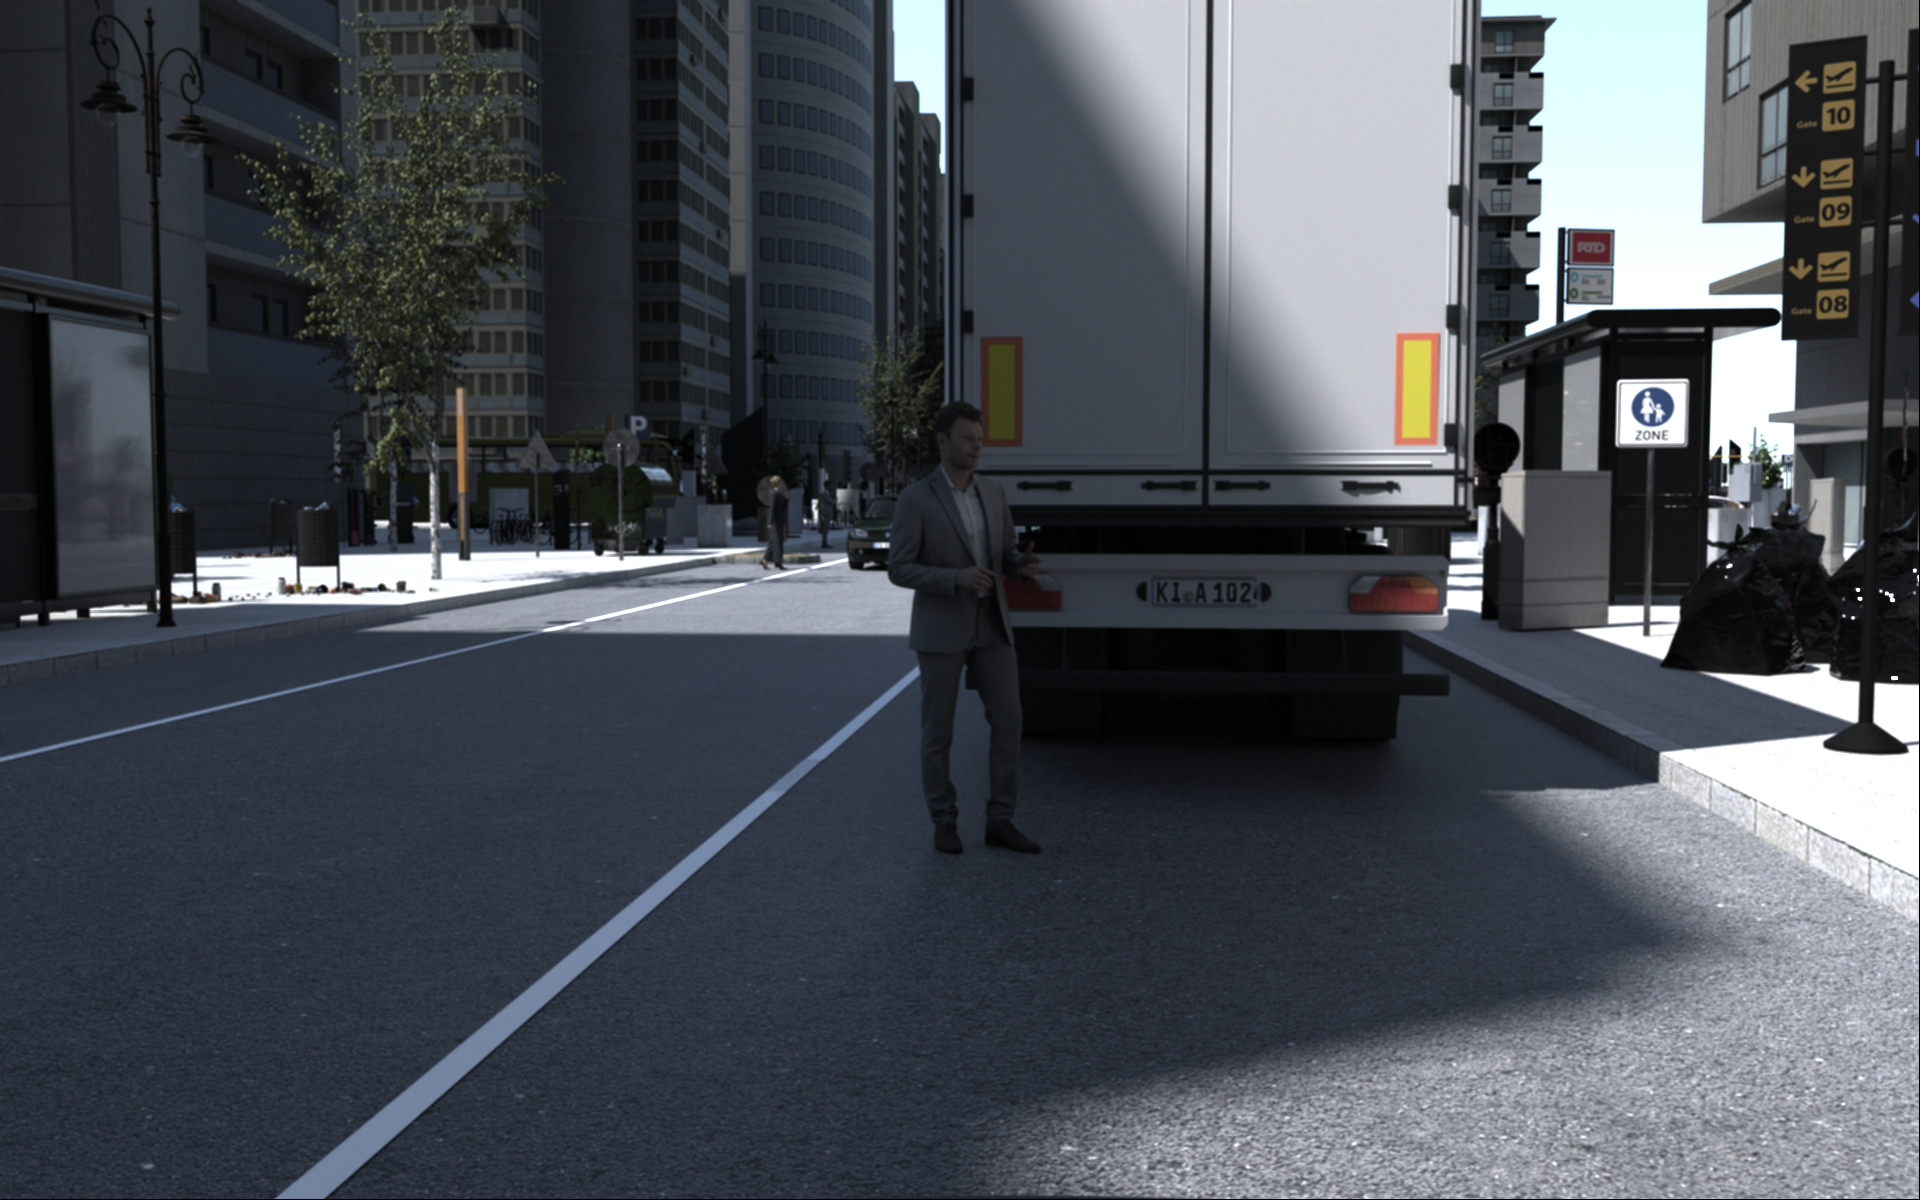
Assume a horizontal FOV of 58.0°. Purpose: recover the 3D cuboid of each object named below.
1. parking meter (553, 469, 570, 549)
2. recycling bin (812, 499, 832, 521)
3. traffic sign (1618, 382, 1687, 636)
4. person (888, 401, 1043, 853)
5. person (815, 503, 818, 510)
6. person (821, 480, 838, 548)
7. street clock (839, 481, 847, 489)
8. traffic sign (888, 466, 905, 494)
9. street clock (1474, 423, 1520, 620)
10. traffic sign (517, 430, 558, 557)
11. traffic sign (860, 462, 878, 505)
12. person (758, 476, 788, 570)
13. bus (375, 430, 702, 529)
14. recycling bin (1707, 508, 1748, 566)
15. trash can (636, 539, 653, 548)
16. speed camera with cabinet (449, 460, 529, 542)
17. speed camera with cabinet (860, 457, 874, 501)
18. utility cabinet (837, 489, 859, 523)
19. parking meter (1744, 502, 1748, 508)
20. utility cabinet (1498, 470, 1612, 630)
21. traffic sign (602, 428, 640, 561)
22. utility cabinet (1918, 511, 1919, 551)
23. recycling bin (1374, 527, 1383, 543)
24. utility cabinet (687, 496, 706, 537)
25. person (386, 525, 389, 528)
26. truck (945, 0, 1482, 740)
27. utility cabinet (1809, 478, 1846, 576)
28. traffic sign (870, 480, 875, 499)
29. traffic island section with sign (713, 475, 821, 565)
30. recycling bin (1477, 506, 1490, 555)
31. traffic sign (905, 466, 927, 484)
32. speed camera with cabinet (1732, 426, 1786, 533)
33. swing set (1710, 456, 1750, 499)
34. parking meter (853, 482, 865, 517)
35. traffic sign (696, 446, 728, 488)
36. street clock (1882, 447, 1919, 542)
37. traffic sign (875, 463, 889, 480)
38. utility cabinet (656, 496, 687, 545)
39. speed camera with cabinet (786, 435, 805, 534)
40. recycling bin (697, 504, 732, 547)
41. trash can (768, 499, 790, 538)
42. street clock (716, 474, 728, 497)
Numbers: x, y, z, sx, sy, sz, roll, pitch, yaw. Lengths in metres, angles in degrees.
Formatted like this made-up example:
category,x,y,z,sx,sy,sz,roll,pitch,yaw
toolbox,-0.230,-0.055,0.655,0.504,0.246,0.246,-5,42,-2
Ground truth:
category,x,y,z,sx,sy,sz,roll,pitch,yaw
parking meter,-9.305,-2.125,40.447,0.255,1.863,0.399,1,4,11
recycling bin,-6.617,-4.303,82.915,0.722,1.027,0.722,-2,4,-33
traffic sign,6.194,-0.821,15.560,0.606,2.300,0.079,1,4,12
person,0.052,0.110,6.901,0.606,1.804,0.583,-3,4,-37
person,-5.296,-3.564,66.681,0.656,1.842,0.836,1,4,15
person,-3.483,-2.300,46.282,0.466,1.800,0.511,-1,4,-18
street clock,-6.708,-5.795,99.310,0.471,2.002,0.358,-3,4,-38
traffic sign,-2.979,-4.904,80.178,0.884,2.594,0.081,1,4,11
street clock,5.442,-0.801,17.670,0.471,2.002,0.358,1,4,11
traffic sign,-8.572,-2.145,35.082,0.884,2.594,0.081,1,4,11
traffic sign,-3.650,-4.238,69.394,0.768,2.556,0.104,1,4,8
person,-3.510,-1.456,32.728,0.534,1.772,0.576,-1,4,-20
bus,-16.152,-4.610,66.923,12.252,3.916,2.896,0,4,4
recycling bin,13.536,-1.125,30.945,0.722,1.027,0.722,-1,4,-18
trash can,-7.682,-1.830,41.570,0.748,1.137,0.748,0,3,0
speed camera with cabinet,-12.843,-3.234,47.213,2.038,3.252,0.660,-2,4,-25
speed camera with cabinet,-5.481,-5.980,92.108,2.038,3.252,0.660,2,4,32
utility cabinet,-4.908,-4.115,75.965,0.318,1.500,1.173,-3,5,-45
parking meter,24.004,-2.866,52.566,0.399,1.863,0.255,-1,4,-18
utility cabinet,5.650,-0.476,16.464,1.173,1.500,0.318,-2,4,-30
traffic sign,-6.527,-2.031,33.308,0.768,2.556,0.104,1,4,12
utility cabinet,10.945,-0.463,18.734,1.020,1.237,0.306,2,4,29
recycling bin,10.747,-2.022,45.622,0.722,1.027,0.722,0,4,7
utility cabinet,-8.082,-2.483,51.751,1.020,1.237,0.306,-3,5,-43
person,-22.685,-3.466,69.444,0.640,1.303,0.475,0,4,-7
truck,1.775,-1.503,13.486,2.839,4.237,11.283,0,4,7
utility cabinet,12.087,-0.948,24.176,0.318,1.500,1.173,2,4,34
traffic sign,-3.970,-4.949,81.030,0.768,2.556,0.104,0,4,7
traffic island section with sign,-3.980,-1.686,36.195,1.989,1.847,2.006,0,4,5
recycling bin,11.321,-1.449,36.253,0.722,1.027,0.722,-1,4,-9
traffic sign,-1.559,-3.528,61.329,0.795,2.450,0.064,0,4,5
speed camera with cabinet,23.684,-3.483,51.283,2.038,3.252,0.660,-3,4,-36
swing set,31.026,-4.476,70.796,3.119,2.851,2.862,-1,4,-12
parking meter,-4.946,-4.779,83.855,0.399,1.863,0.255,2,4,34
traffic sign,-6.656,-2.845,46.514,0.884,2.594,0.081,0,4,6
street clock,14.546,-1.363,26.859,0.471,2.002,0.358,0,4,5
traffic sign,-3.307,-4.349,71.219,0.768,2.556,0.104,1,4,10
utility cabinet,-7.411,-2.022,44.216,0.306,1.237,1.020,1,4,17
speed camera with cabinet,-5.454,-3.844,57.187,0.660,3.252,2.038,0,4,-3
recycling bin,-5.939,-1.798,41.946,0.722,1.027,0.722,0,4,4
trash can,-5.092,-2.234,48.185,0.748,1.137,0.748,0,3,0
street clock,-7.103,-2.881,51.672,0.358,2.002,0.471,-2,4,-25
